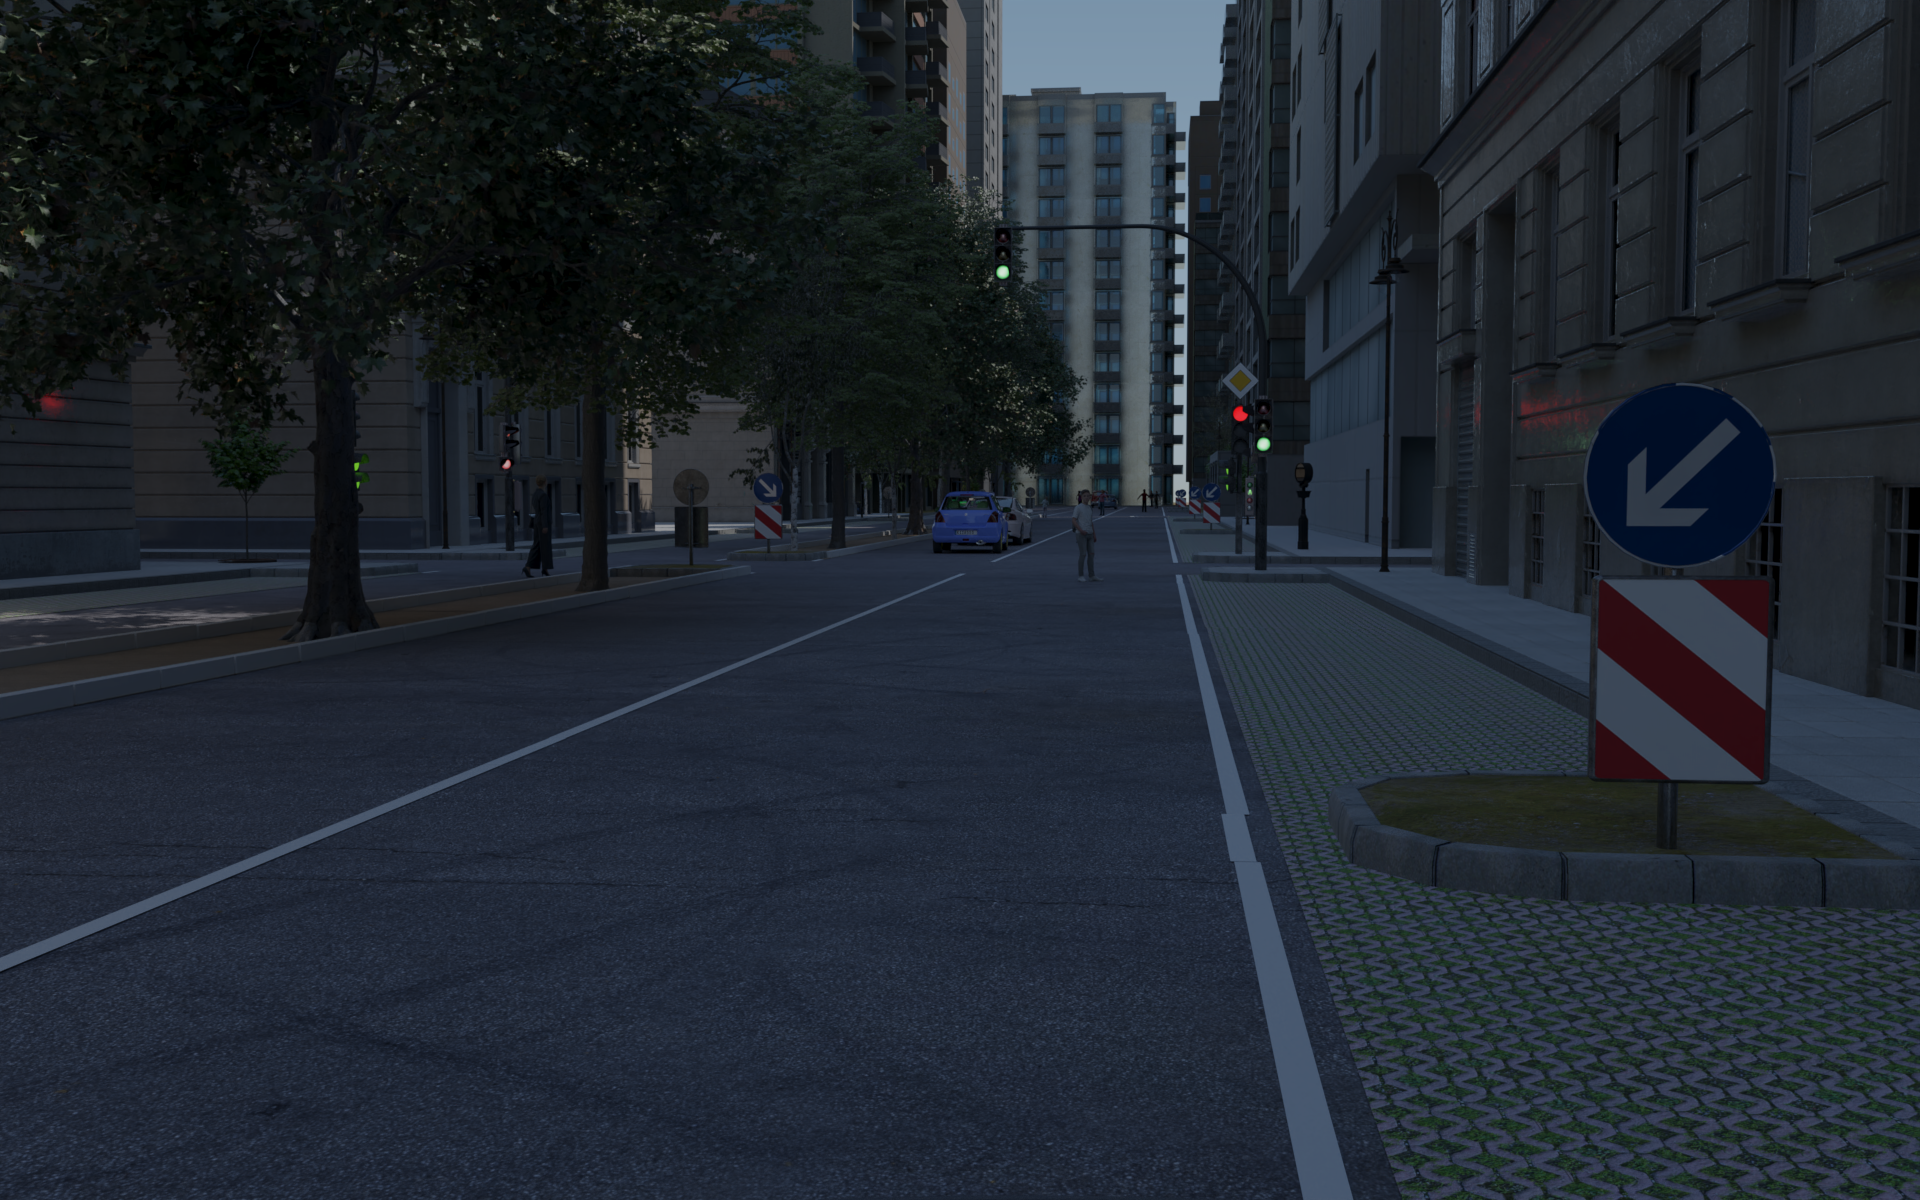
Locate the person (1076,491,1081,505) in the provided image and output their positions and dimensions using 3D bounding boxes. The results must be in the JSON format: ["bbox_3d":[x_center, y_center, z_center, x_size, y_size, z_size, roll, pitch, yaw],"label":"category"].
[{"bbox_3d":[10.449,-8.653,150.662,0.721,1.739,1.217,-2,4,-32],"label":"person"}]

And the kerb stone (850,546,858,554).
[{"bbox_3d":[-2.643,-1.163,41.239,0.120,0.150,1.000,0,4,7],"label":"kerb stone"}]

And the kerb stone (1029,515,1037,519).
[{"bbox_3d":[4.267,-4.842,101.358,0.120,0.150,1.000,0,4,7],"label":"kerb stone"}]

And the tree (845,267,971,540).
[{"bbox_3d":[-1.986,-6.080,52.231,4.737,8.622,4.395,0,3,0],"label":"tree"}]

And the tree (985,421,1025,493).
[{"bbox_3d":[1.602,-8.129,85.727,4.737,8.622,4.395,0,3,0],"label":"tree"}]

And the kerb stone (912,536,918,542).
[{"bbox_3d":[-1.465,-1.788,51.428,0.120,0.150,1.000,0,4,7],"label":"kerb stone"}]

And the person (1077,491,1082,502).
[{"bbox_3d":[10.903,-9.075,157.611,0.721,1.736,1.217,1,4,21],"label":"person"}]

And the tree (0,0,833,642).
[{"bbox_3d":[-6.132,-5.954,16.821,9.611,12.733,9.660,0,3,0],"label":"tree"}]

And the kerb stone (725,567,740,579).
[{"bbox_3d":[-3.982,-0.449,29.532,0.120,0.150,1.000,0,4,7],"label":"kerb stone"}]

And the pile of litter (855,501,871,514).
[{"bbox_3d":[-6.405,-5.841,109.472,1.719,0.858,1.176,1,4,17],"label":"pile of litter"}]

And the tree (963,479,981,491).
[{"bbox_3d":[1.322,-10.219,161.676,1.663,3.219,1.824,0,3,0],"label":"tree"}]

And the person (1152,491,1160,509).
[{"bbox_3d":[19.369,-9.911,171.264,0.721,1.735,1.217,3,5,45],"label":"person"}]

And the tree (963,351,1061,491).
[{"bbox_3d":[0.506,-8.723,79.495,8.767,10.594,7.601,0,4,7],"label":"tree"}]

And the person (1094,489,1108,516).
[{"bbox_3d":[9.443,-6.513,115.702,0.721,1.743,1.217,-3,5,-42],"label":"person"}]

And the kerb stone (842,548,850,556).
[{"bbox_3d":[-2.757,-1.103,40.223,0.120,0.150,1.000,0,4,7],"label":"kerb stone"}]

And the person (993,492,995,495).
[{"bbox_3d":[2.776,-8.873,153.446,0.709,1.838,0.599,-2,4,-23],"label":"person"}]

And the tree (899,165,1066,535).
[{"bbox_3d":[-1.521,-8.608,60.205,9.611,12.733,9.660,0,3,0],"label":"tree"}]

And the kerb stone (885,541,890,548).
[{"bbox_3d":[-2.068,-1.476,46.321,0.120,0.150,1.000,0,4,7],"label":"kerb stone"}]

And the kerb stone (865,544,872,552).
[{"bbox_3d":[-2.405,-1.289,43.270,0.120,0.150,1.000,0,4,7],"label":"kerb stone"}]

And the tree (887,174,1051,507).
[{"bbox_3d":[-0.699,-9.837,69.952,9.857,13.997,8.962,0,3,0],"label":"tree"}]

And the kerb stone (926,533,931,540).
[{"bbox_3d":[-1.115,-1.975,54.486,0.120,0.150,1.000,0,4,7],"label":"kerb stone"}]

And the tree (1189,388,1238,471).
[{"bbox_3d":[17.980,-10.307,118.877,4.360,8.622,3.978,0,3,0],"label":"tree"}]

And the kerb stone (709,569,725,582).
[{"bbox_3d":[-4.102,-0.386,28.513,0.120,0.150,1.000,0,4,7],"label":"kerb stone"}]

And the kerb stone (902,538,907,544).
[{"bbox_3d":[-1.702,-1.663,49.394,0.120,0.150,1.000,0,4,7],"label":"kerb stone"}]

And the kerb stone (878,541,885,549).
[{"bbox_3d":[-2.171,-1.413,45.304,0.120,0.150,1.000,0,4,7],"label":"kerb stone"}]

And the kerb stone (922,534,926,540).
[{"bbox_3d":[-1.239,-1.913,53.471,0.120,0.150,1.000,0,4,7],"label":"kerb stone"}]

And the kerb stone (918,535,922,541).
[{"bbox_3d":[-1.355,-1.849,52.450,0.120,0.150,1.000,0,4,7],"label":"kerb stone"}]

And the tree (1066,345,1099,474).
[{"bbox_3d":[2.586,-10.618,93.068,9.611,12.733,9.660,0,3,0],"label":"tree"}]

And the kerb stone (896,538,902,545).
[{"bbox_3d":[-1.822,-1.601,48.367,0.120,0.150,1.000,0,4,7],"label":"kerb stone"}]

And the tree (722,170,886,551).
[{"bbox_3d":[-3.765,-5.298,39.448,4.360,8.622,3.978,0,3,0],"label":"tree"}]

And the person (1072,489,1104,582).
[{"bbox_3d":[2.068,-1.054,28.322,0.523,1.515,0.503,1,4,16],"label":"person"}]

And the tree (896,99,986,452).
[{"bbox_3d":[-3.245,-7.629,45.320,7.486,12.596,7.792,0,3,0],"label":"tree"}]

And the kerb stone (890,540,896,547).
[{"bbox_3d":[-1.941,-1.538,47.342,0.120,0.150,1.000,0,4,7],"label":"kerb stone"}]

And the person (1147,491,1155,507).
[{"bbox_3d":[21.152,-11.188,191.440,0.705,1.821,1.348,-2,4,-29],"label":"person"}]

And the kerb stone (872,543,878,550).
[{"bbox_3d":[-2.293,-1.351,44.286,0.120,0.150,1.000,0,4,7],"label":"kerb stone"}]

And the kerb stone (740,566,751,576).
[{"bbox_3d":[-3.865,-0.509,30.553,0.120,0.150,1.000,0,4,7],"label":"kerb stone"}]

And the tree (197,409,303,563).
[{"bbox_3d":[-13.525,-2.320,32.529,1.663,3.219,1.824,0,3,0],"label":"tree"}]

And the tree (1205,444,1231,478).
[{"bbox_3d":[17.788,-7.975,114.101,4.285,4.588,4.351,0,3,0],"label":"tree"}]

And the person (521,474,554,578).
[{"bbox_3d":[-7.207,-1.273,29.728,0.576,1.772,0.534,2,4,31],"label":"person"}]

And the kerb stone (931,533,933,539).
[{"bbox_3d":[-0.996,-2.036,55.510,0.120,0.150,1.000,0,4,7],"label":"kerb stone"}]

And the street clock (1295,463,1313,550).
[{"bbox_3d":[7.949,-2.171,40.074,0.358,2.002,0.471,-1,4,-19],"label":"street clock"}]

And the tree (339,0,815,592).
[{"bbox_3d":[-5.409,-6.413,25.432,7.486,12.596,7.792,0,3,0],"label":"tree"}]

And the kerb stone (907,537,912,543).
[{"bbox_3d":[-1.588,-1.726,50.413,0.120,0.150,1.000,0,4,7],"label":"kerb stone"}]

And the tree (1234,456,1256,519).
[{"bbox_3d":[14.526,-5.772,88.981,1.663,3.219,1.824,0,3,0],"label":"tree"}]

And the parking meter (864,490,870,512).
[{"bbox_3d":[-6.045,-6.389,112.876,0.372,1.533,0.369,0,3,0],"label":"parking meter"}]

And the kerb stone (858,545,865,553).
[{"bbox_3d":[-2.525,-1.227,42.254,0.120,0.150,1.000,0,4,7],"label":"kerb stone"}]

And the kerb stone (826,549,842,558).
[{"bbox_3d":[-2.882,-1.039,39.195,0.120,0.150,1.000,0,4,7],"label":"kerb stone"}]

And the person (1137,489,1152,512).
[{"bbox_3d":[14.538,-7.828,136.447,1.348,1.831,0.705,2,4,29],"label":"person"}]

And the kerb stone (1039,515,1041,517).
[{"bbox_3d":[4.625,-5.023,104.405,0.120,0.150,1.000,0,4,7],"label":"kerb stone"}]

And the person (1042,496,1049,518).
[{"bbox_3d":[5.119,-5.604,104.410,0.425,1.301,0.394,-1,4,-17],"label":"person"}]
